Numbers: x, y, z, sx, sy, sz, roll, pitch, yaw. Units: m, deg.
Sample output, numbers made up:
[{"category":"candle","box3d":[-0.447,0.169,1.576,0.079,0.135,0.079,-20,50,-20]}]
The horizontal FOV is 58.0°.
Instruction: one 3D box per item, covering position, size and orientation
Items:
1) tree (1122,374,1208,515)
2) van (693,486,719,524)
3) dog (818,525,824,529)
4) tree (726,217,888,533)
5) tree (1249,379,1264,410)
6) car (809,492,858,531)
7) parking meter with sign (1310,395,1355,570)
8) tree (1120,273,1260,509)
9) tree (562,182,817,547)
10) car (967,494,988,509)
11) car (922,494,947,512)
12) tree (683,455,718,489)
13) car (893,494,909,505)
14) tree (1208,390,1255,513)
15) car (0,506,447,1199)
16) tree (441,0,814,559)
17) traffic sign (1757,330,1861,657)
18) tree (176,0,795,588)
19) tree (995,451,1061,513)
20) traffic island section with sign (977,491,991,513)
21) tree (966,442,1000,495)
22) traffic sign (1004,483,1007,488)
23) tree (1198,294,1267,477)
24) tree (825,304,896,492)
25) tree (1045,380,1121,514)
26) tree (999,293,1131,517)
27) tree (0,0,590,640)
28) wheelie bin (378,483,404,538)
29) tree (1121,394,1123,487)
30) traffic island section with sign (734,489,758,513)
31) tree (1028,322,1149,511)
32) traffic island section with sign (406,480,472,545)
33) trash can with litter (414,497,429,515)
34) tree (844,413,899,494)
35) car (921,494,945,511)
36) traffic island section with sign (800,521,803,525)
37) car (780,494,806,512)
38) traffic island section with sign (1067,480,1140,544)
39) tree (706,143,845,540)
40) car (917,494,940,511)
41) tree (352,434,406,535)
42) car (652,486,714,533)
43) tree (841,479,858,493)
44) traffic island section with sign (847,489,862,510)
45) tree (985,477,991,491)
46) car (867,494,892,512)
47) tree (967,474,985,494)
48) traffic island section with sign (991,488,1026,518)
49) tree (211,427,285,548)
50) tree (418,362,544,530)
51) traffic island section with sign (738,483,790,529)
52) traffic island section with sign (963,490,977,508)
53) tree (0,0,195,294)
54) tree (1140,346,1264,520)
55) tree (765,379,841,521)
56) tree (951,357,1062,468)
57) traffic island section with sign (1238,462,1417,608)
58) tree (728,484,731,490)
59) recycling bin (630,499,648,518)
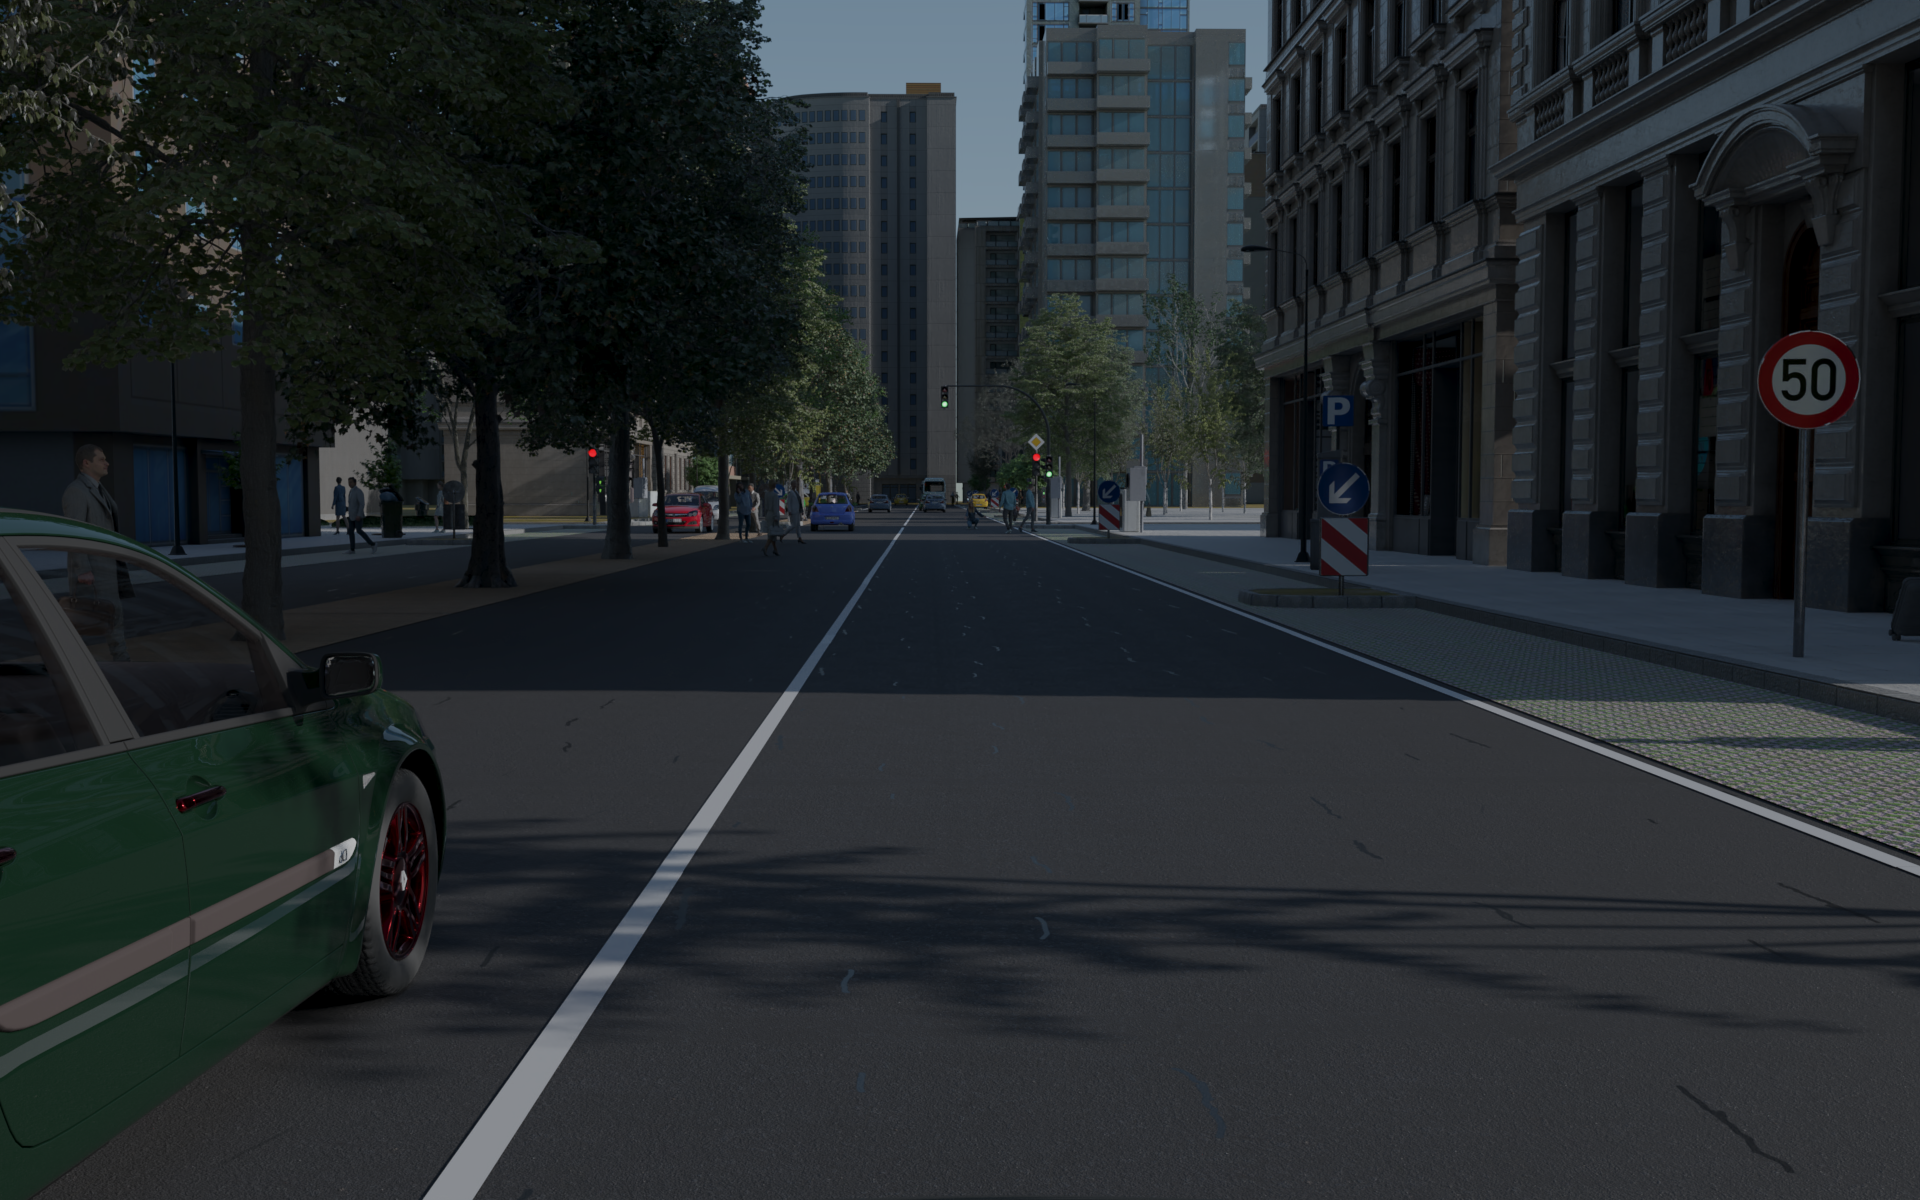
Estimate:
[{"category":"tree","box3d":[12.706,-9.587,107.113,4.360,8.622,3.978,0,3,0]},{"category":"van","box3d":[-12.197,-4.688,83.662,2.013,2.044,4.112,0,4,-3]},{"category":"dog","box3d":[-5.783,-3.223,71.985,0.406,0.507,0.540,-2,4,-26]},{"category":"tree","box3d":[-7.666,-8.311,64.089,9.928,11.665,9.643,0,3,0]},{"category":"tree","box3d":[25.662,-12.731,133.910,9.928,11.665,9.643,0,3,0]},{"category":"car","box3d":[-4.985,-3.569,67.946,1.945,1.707,3.694,0,4,-3]},{"category":"parking meter with sign","box3d":[6.398,-2.058,29.906,0.543,3.016,1.738,1,4,21]},{"category":"tree","box3d":[19.495,-17.789,146.746,12.611,20.169,13.585,0,3,0]},{"category":"tree","box3d":[-7.985,-6.717,46.695,8.767,10.594,7.601,0,4,-1]},{"category":"car","box3d":[1.701,-9.416,164.173,2.015,1.641,3.980,0,4,-2]},{"category":"car","box3d":[-1.991,-7.593,136.144,2.014,1.417,4.499,0,4,-1]},{"category":"tree","box3d":[-18.945,-8.887,129.022,4.285,4.588,4.351,0,3,0]},{"category":"car","box3d":[-7.460,-12.777,219.125,2.015,1.641,3.980,0,4,-3]},{"category":"tree","box3d":[18.511,-10.446,121.156,4.360,8.622,3.978,0,3,0]},{"category":"car","box3d":[-2.427,0.370,3.744,2.009,1.686,4.222,0,4,0]},{"category":"tree","box3d":[-7.549,-7.870,37.786,9.857,13.997,8.962,0,3,0]},{"category":"traffic sign","box3d":[6.598,-0.822,13.553,0.768,2.556,0.104,0,4,7]},{"category":"tree","box3d":[-7.250,-6.540,26.399,9.611,12.733,9.660,0,3,0]},{"category":"tree","box3d":[5.240,-8.292,119.293,4.285,4.588,4.351,0,3,0]},{"category":"traffic island section with sign","box3d":[2.523,-7.592,132.754,1.989,1.847,2.006,0,4,-1]},{"category":"tree","box3d":[2.998,-16.443,219.210,4.360,8.622,3.978,0,3,0]},{"category":"traffic sign","box3d":[4.119,-8.947,146.282,0.884,2.594,0.081,0,4,2]},{"category":"tree","box3d":[18.243,-11.682,97.661,9.857,13.997,8.962,0,3,0]},{"category":"tree","box3d":[-8.450,-10.490,90.979,9.611,12.733,9.660,0,3,0]},{"category":"tree","box3d":[7.911,-9.898,112.194,4.360,8.622,3.978,0,3,0]},{"category":"tree","box3d":[5.876,-11.027,98.424,7.486,12.596,7.792,0,3,0]},{"category":"tree","box3d":[-6.918,-5.893,16.930,7.486,12.596,7.792,0,3,0]},{"category":"wheelie bin","box3d":[-16.630,-2.612,50.614,0.693,1.594,0.980,-2,4,-24]},{"category":"tree","box3d":[10.962,-10.460,121.384,4.360,8.622,3.978,0,3,0]},{"category":"traffic island section with sign","box3d":[-16.078,-7.527,131.689,1.989,1.847,2.006,0,4,-1]},{"category":"tree","box3d":[9.448,-13.646,129.767,9.857,13.997,8.962,0,3,0]},{"category":"traffic island section with sign","box3d":[-14.452,-2.477,49.127,1.989,1.847,2.006,0,4,-1]},{"category":"trash can with litter","box3d":[-22.316,-3.746,72.630,1.055,1.170,0.624,0,4,4]},{"category":"tree","box3d":[-9.039,-12.287,137.759,8.767,10.594,7.601,0,4,-1]},{"category":"car","box3d":[-2.239,-8.245,144.597,2.009,1.686,4.222,0,4,0]},{"category":"traffic island section with sign","box3d":[-8.324,-4.389,79.896,2.006,1.907,1.989,0,4,-1]},{"category":"car","box3d":[-13.564,-8.059,140.560,1.959,1.807,4.718,0,4,0]},{"category":"traffic island section with sign","box3d":[4.149,-2.554,50.388,1.989,1.847,2.006,0,4,-1]},{"category":"tree","box3d":[-7.525,-8.177,54.273,7.486,12.596,7.792,0,3,0]},{"category":"car","box3d":[-2.642,-8.464,150.187,2.131,1.459,4.920,0,4,-1]},{"category":"tree","box3d":[-17.878,-3.648,54.244,1.663,3.219,1.824,0,3,0]},{"category":"car","box3d":[-10.301,-3.390,64.462,2.155,1.783,4.494,0,3,0]},{"category":"tree","box3d":[-9.309,-10.856,130.319,4.737,8.622,4.395,0,3,0]},{"category":"traffic island section with sign","box3d":[-9.810,-8.984,155.020,2.006,1.907,1.989,0,4,-1]},{"category":"tree","box3d":[4.660,-9.398,137.375,4.285,4.588,4.351,0,3,0]},{"category":"car","box3d":[-6.331,-7.608,136.395,2.014,1.417,4.499,0,4,-1]},{"category":"tree","box3d":[2.592,-15.258,233.180,4.285,4.588,4.351,0,3,0]},{"category":"traffic island section with sign","box3d":[3.075,-5.916,105.354,1.989,1.847,2.006,0,4,-1]},{"category":"tree","box3d":[-17.018,-2.899,42.000,1.663,3.219,1.824,0,3,0]},{"category":"tree","box3d":[-18.015,-8.356,62.380,9.928,11.665,9.643,0,3,0]},{"category":"traffic island section with sign","box3d":[-8.188,-3.936,72.490,2.006,1.907,1.989,0,4,-1]},{"category":"traffic island section with sign","box3d":[1.550,-10.616,182.203,1.989,1.847,2.006,0,4,-1]},{"category":"tree","box3d":[-7.197,-3.560,11.032,4.360,8.622,3.978,0,3,0]},{"category":"tree","box3d":[12.209,-8.249,85.226,4.737,8.622,4.395,0,3,0]},{"category":"tree","box3d":[-8.154,-7.936,82.573,4.737,8.622,4.395,0,3,0]},{"category":"tree","box3d":[4.472,-14.899,153.962,12.009,13.543,11.850,0,3,0]},{"category":"traffic island section with sign","box3d":[4.696,-0.850,22.532,1.989,1.847,2.006,0,4,-1]},{"category":"tree","box3d":[-18.663,-8.668,136.322,1.663,3.219,1.824,0,3,0]},{"category":"recycling bin","box3d":[-17.508,-5.005,94.383,0.722,1.027,0.722,2,4,35]}]
